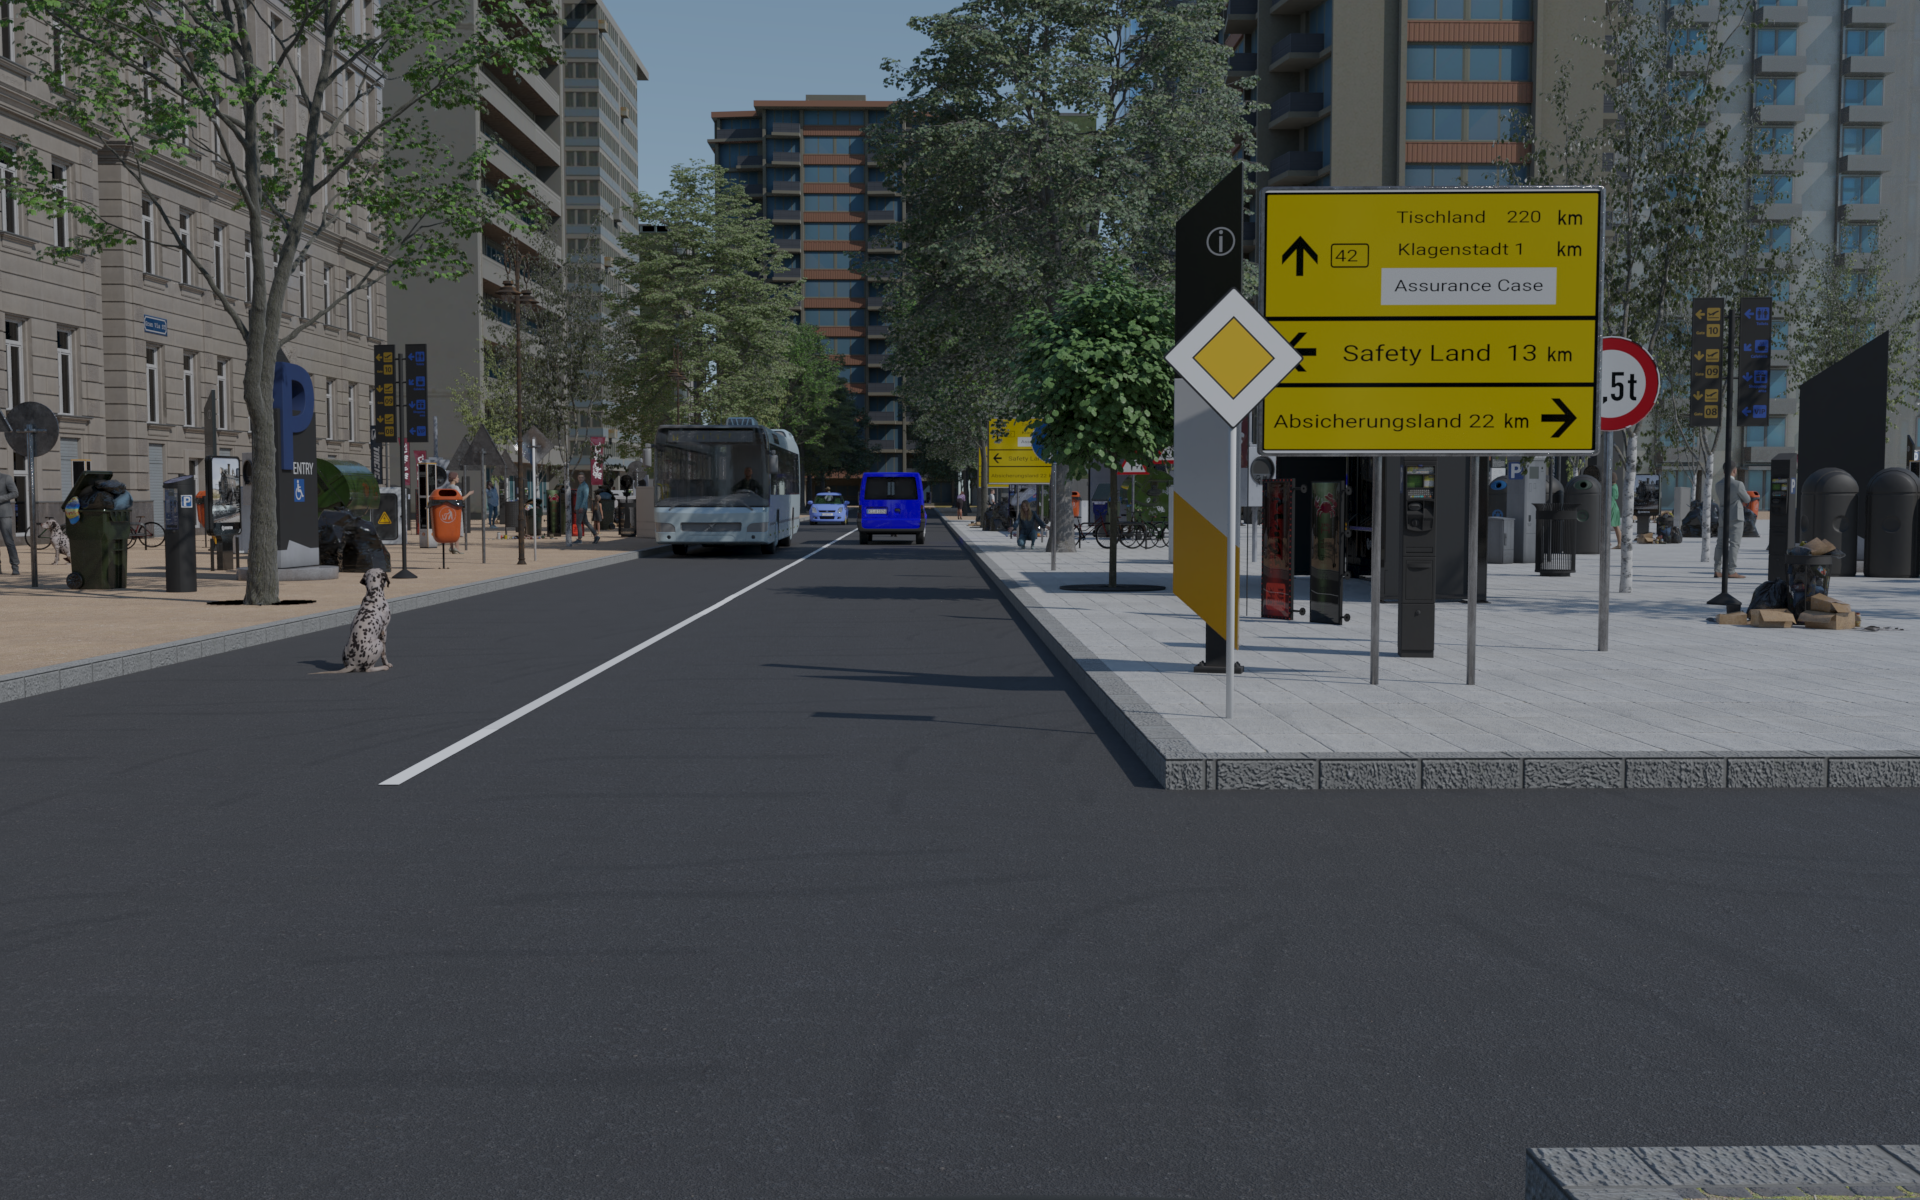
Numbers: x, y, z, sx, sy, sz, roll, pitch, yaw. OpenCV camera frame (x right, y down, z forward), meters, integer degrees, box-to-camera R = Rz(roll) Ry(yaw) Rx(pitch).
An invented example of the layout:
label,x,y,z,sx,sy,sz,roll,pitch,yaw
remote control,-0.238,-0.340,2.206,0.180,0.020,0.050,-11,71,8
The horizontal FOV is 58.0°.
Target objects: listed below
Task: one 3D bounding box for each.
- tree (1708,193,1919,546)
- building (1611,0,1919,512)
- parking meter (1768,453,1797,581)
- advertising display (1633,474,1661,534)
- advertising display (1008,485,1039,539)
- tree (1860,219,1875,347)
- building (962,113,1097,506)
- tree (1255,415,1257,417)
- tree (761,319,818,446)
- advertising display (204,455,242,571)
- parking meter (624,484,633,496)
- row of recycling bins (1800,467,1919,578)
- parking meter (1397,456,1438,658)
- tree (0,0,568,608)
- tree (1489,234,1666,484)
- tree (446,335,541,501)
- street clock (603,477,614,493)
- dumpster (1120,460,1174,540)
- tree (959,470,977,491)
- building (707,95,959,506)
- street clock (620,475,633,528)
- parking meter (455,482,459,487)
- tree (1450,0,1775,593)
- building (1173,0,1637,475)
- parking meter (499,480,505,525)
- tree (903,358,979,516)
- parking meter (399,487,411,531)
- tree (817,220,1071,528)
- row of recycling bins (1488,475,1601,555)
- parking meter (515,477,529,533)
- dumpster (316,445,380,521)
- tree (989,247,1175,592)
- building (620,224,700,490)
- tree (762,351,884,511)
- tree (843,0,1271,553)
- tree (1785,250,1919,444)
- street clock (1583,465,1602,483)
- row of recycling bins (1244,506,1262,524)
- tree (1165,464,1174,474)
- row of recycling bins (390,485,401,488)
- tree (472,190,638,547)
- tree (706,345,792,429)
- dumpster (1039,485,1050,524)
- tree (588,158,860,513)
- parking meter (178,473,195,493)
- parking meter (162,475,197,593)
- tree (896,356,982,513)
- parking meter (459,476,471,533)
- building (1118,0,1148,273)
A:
label,x,y,z,sx,sy,sz,roll,pitch,yaw
tree,22.379,-5.726,43.988,4.360,8.622,3.978,0,3,0
building,58.659,-31.553,135.508,30.456,49.044,23.786,0,4,-1
parking meter,11.644,-1.151,24.524,0.255,1.863,0.399,3,5,41
advertising display,21.793,-3.057,55.201,0.974,1.923,0.123,2,4,33
advertising display,1.820,-2.698,49.328,0.974,1.923,0.123,2,4,34
tree,14.096,-5.039,32.744,4.360,8.622,3.978,0,3,0
building,7.271,-30.916,189.077,14.086,41.232,14.154,0,4,-1
tree,13.110,-7.068,65.929,4.360,8.622,3.978,0,3,0
tree,-10.035,-10.450,96.618,9.928,11.665,9.643,0,3,0
advertising display,-12.400,-1.466,29.176,0.123,1.923,0.974,0,4,5
parking meter,-13.881,-4.091,72.597,0.255,1.863,0.399,-3,5,-40
row of recycling bins,14.854,-1.190,26.564,3.534,1.692,1.069,2,4,23
parking meter,3.605,-0.486,13.653,0.255,1.863,0.399,1,4,9
tree,-7.971,-5.746,19.707,9.928,11.665,9.643,0,3,0
tree,17.569,-6.011,48.645,4.737,8.622,4.395,0,3,0
tree,-20.793,-7.827,78.328,4.737,8.622,4.395,0,3,0
street clock,-13.490,-3.790,66.534,0.358,2.002,0.471,1,4,17
dumpster,5.352,-2.833,48.821,1.502,2.255,1.985,0,4,-1
tree,0.301,-10.815,127.194,4.737,8.622,4.395,0,3,0
building,-14.300,-32.923,192.923,28.867,44.769,22.147,0,4,-1
street clock,-12.559,-3.713,65.281,0.471,2.002,0.358,0,4,1
parking meter,-21.944,-4.281,75.707,0.399,1.863,0.255,-3,5,-41
tree,8.664,-4.413,22.517,4.360,8.622,3.978,0,3,0
building,25.283,-27.283,100.709,22.147,44.769,28.867,0,4,-1
parking meter,-19.269,-4.116,73.009,0.255,1.863,0.399,0,4,-6
tree,0.474,-10.183,100.906,8.767,10.594,7.601,2,4,25
parking meter,-19.457,-3.198,60.691,0.372,1.533,0.369,0,3,0
tree,0.793,-8.522,65.096,9.928,11.665,9.643,0,3,0
row of recycling bins,12.318,-1.888,37.978,3.534,1.692,1.069,3,5,41
parking meter,-14.631,-3.187,57.822,0.399,1.863,0.255,1,4,15
dumpster,-12.530,-1.946,34.308,1.502,2.255,1.985,0,4,-1
tree,1.978,-2.420,23.283,4.285,4.588,4.351,0,3,0
building,-35.833,-25.451,187.827,14.107,30.474,14.160,0,4,-1
tree,-11.680,-14.111,147.725,9.611,12.733,9.660,0,3,0
tree,2.334,-8.027,37.892,9.857,13.997,8.962,0,3,0
tree,27.337,-6.297,53.326,4.737,8.622,4.395,0,3,0
street clock,15.853,-2.372,43.360,0.358,2.002,0.471,-3,4,-38
row of recycling bins,12.803,-4.150,74.973,1.069,1.692,3.534,0,4,4
tree,9.901,-7.905,79.610,4.737,8.622,4.395,0,3,0
row of recycling bins,-24.899,-4.198,75.752,1.069,1.692,3.534,-1,4,-11
tree,-9.564,-5.597,41.867,4.360,8.622,3.978,0,3,0
tree,-10.123,-8.097,82.748,4.737,8.622,4.395,0,3,0
dumpster,3.118,-4.365,73.865,1.502,2.255,1.985,0,4,-1
tree,-8.669,-8.620,59.064,7.486,12.596,7.792,0,3,0
parking meter,-21.737,-2.630,48.705,0.399,1.863,0.255,-2,4,-31
parking meter,-10.205,-0.872,22.660,0.372,1.533,0.369,0,3,0
tree,0.407,-12.332,118.640,9.611,12.733,9.660,0,3,0
parking meter,-16.205,-3.127,56.833,0.255,1.863,0.399,-1,4,-18
building,29.717,-53.797,192.259,31.000,86.520,22.319,0,4,-1
